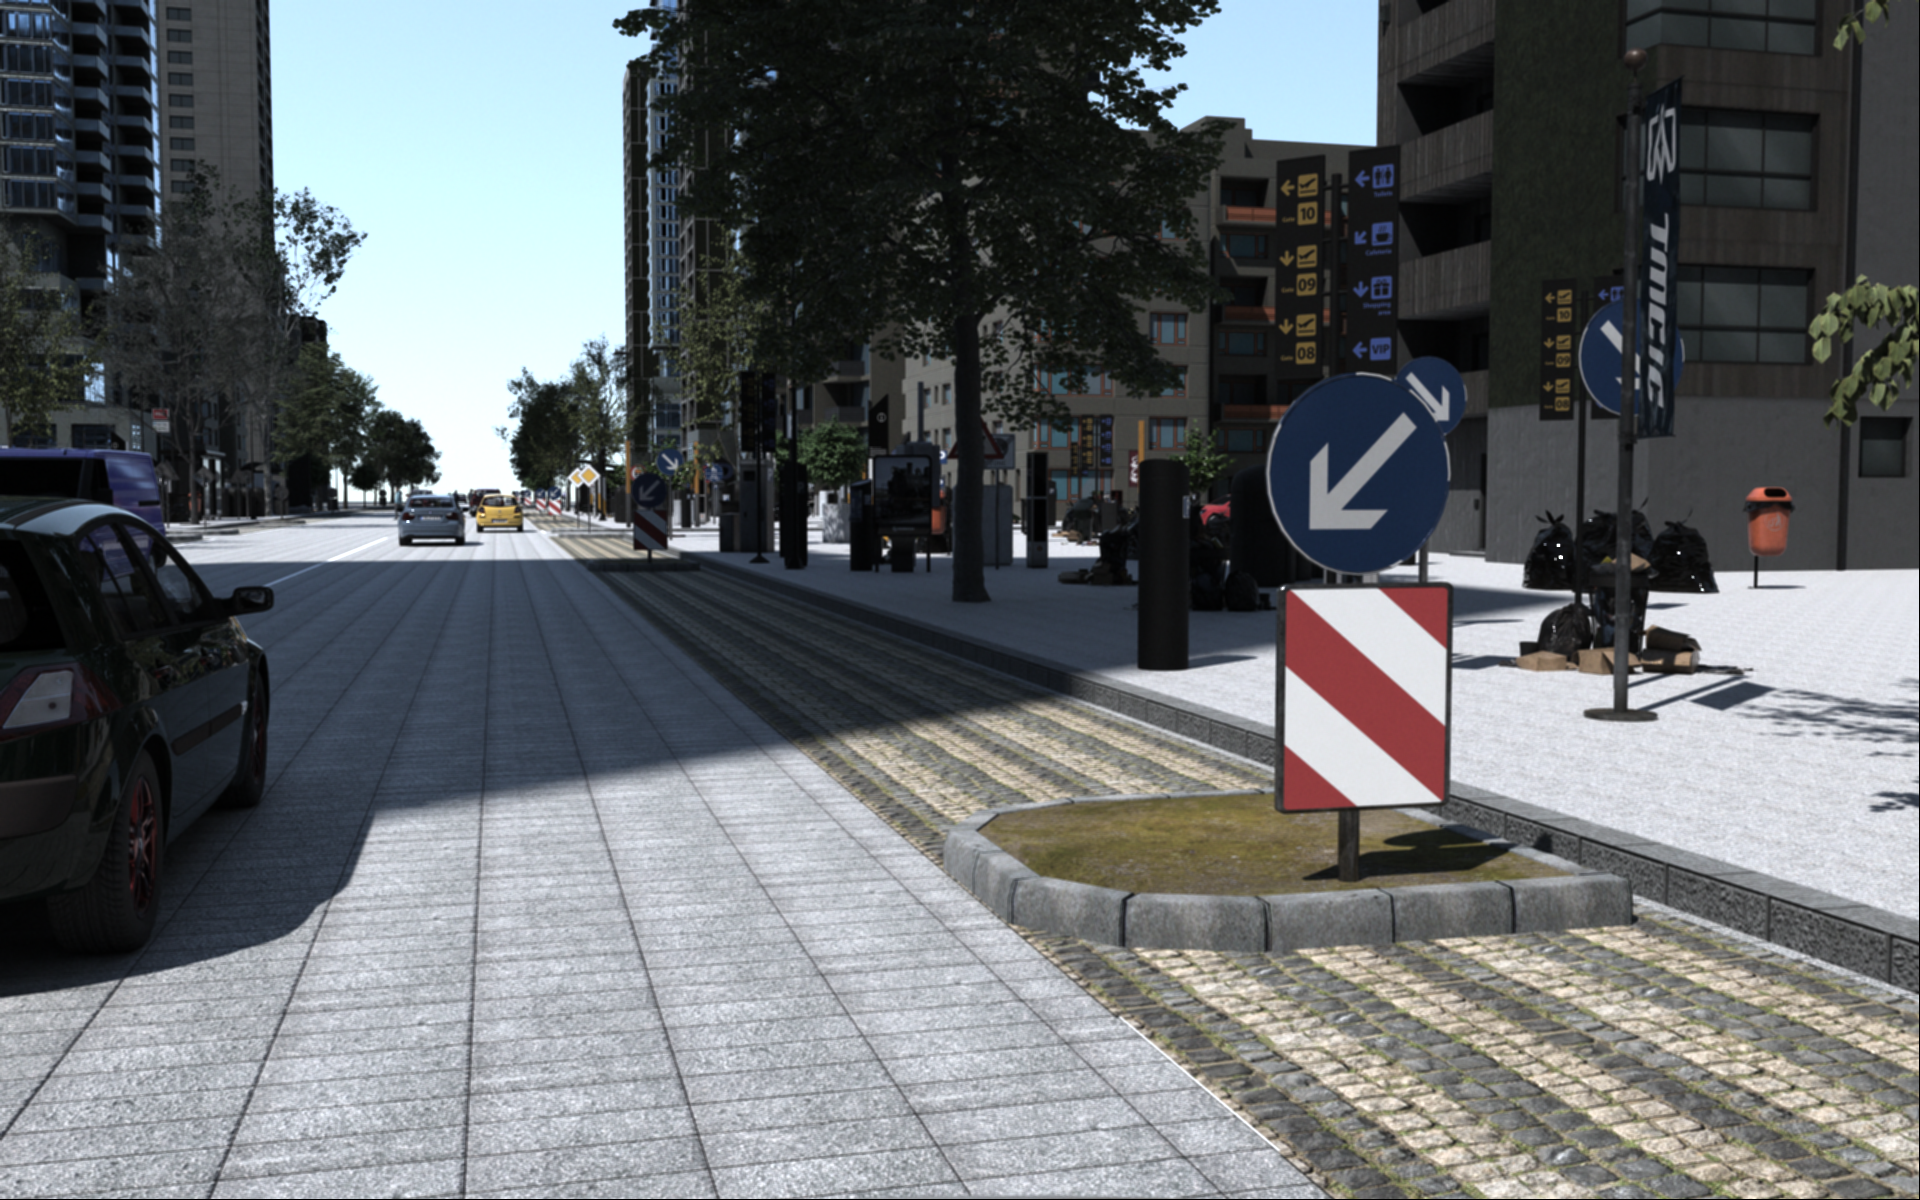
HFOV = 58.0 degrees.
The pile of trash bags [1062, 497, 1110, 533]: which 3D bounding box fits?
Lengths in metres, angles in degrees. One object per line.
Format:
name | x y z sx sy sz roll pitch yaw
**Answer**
pile of trash bags | 5.178 -2.913 57.372 3.447 1.369 1.912 -1 4 -15

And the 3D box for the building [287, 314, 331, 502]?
building | -108.211 -30.773 274.841 14.160 30.474 14.107 -1 4 -15

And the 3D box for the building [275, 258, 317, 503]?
building | -112.076 -34.326 253.111 32.217 40.220 23.993 -1 4 -15

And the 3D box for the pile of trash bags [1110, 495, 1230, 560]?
pile of trash bags | 4.973 -1.489 34.102 3.447 1.369 1.912 -1 4 -21

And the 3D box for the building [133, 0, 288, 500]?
building | -100.552 -48.498 231.195 20.563 71.187 20.611 -1 4 -15

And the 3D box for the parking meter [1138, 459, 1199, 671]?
parking meter | 1.493 -0.262 12.699 0.372 1.533 0.369 0 3 0

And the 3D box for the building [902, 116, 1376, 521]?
building | 13.922 -15.486 98.238 28.899 21.520 27.650 -1 4 -15

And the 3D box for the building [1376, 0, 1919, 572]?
building | 16.179 -16.146 35.685 14.160 30.474 14.107 -1 4 -15

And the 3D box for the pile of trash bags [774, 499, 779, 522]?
pile of trash bags | -8.389 -4.300 80.064 1.912 1.369 3.447 -1 4 -23

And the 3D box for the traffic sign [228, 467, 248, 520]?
traffic sign | -35.074 -5.148 84.167 0.884 2.594 0.081 -1 4 -14

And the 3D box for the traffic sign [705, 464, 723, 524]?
traffic sign | -10.400 -4.475 73.276 0.768 2.556 0.104 -1 4 -9

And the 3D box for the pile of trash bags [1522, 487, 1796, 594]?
pile of trash bags | 9.444 -0.820 23.159 3.447 1.369 1.912 0 4 -5

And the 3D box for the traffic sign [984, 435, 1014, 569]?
traffic sign | 0.632 -1.668 29.394 0.606 2.300 0.079 -1 4 -12

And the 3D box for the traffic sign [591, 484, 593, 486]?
traffic sign | -24.311 -7.047 115.224 0.884 2.594 0.081 0 4 -7

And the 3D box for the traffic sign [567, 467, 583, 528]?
traffic sign | -14.228 -3.723 64.510 0.795 2.450 0.064 -1 4 -15

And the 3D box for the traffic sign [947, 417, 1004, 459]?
traffic sign | 0.230 -1.610 26.333 0.884 2.594 0.081 -1 4 -12

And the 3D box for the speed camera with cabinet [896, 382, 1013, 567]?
speed camera with cabinet | -0.098 -2.243 31.009 2.038 3.252 0.660 -1 4 -18

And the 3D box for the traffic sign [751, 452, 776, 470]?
traffic sign | -5.751 -3.091 50.647 0.768 2.556 0.104 0 4 -8

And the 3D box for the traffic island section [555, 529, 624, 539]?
traffic island section | -12.145 -2.116 56.878 2.009 0.180 2.903 -1 4 -15

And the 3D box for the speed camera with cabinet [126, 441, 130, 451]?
speed camera with cabinet | -31.651 -4.295 64.558 2.038 3.252 0.660 -3 5 -40

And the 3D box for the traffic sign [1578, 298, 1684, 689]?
traffic sign | 4.348 -0.687 11.334 0.768 2.556 0.104 -1 4 -13

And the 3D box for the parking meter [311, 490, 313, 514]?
parking meter | -42.539 -6.416 113.318 0.372 1.533 0.369 0 3 0

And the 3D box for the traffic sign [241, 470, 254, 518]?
traffic sign | -37.419 -5.553 90.892 0.768 2.556 0.104 0 4 -5

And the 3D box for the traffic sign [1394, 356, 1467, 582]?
traffic sign | 4.319 -0.978 16.100 0.768 2.556 0.104 -1 4 -12

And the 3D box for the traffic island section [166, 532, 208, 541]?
traffic island section | -24.651 -1.913 53.553 2.009 0.180 2.903 -1 4 -15

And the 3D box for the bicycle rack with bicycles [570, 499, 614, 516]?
bicycle rack with bicycles | -21.804 -5.564 104.360 2.925 0.926 2.852 0 3 0

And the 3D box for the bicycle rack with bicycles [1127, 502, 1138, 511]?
bicycle rack with bicycles | 13.924 -7.740 139.937 2.852 0.926 2.925 2 4 28

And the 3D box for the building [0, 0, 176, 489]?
building | -77.058 -50.585 139.738 22.319 86.520 31.000 -1 4 -15

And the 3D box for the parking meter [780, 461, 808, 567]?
parking meter | -2.906 -1.529 30.704 0.255 1.863 0.399 3 4 38

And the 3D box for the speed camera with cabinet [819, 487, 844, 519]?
speed camera with cabinet | -6.281 -5.801 89.175 2.038 3.252 0.660 -3 5 -43

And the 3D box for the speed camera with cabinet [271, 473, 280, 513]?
speed camera with cabinet | -46.580 -7.476 116.560 0.660 3.252 2.038 1 4 11

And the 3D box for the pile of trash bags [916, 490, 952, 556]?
pile of trash bags | -0.175 -1.700 37.550 1.912 1.369 3.447 1 4 12

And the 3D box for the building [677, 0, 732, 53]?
building | -22.115 -46.119 192.292 20.563 71.187 20.611 -1 4 -15

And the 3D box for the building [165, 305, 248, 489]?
building | -86.982 -19.901 170.422 27.650 21.520 28.899 -1 4 -15

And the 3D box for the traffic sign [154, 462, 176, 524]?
traffic sign | -24.630 -3.049 53.497 0.795 2.450 0.064 -1 4 -15

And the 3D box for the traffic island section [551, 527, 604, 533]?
traffic island section | -14.208 -2.588 64.593 2.009 0.180 2.903 -1 4 -15

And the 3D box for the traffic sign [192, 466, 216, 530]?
traffic sign | -26.692 -3.521 61.212 0.795 2.450 0.064 -1 4 -15

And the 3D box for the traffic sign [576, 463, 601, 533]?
traffic sign | -12.166 -3.251 56.795 0.795 2.450 0.064 -1 4 -15

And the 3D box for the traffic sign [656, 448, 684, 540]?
traffic sign | -8.039 -2.934 48.082 0.768 2.556 0.104 -1 4 -13

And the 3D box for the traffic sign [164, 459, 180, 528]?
traffic sign | -29.680 -3.966 64.848 0.884 2.594 0.081 0 4 -8

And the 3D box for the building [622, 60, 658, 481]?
building | -46.640 -51.901 286.830 20.563 71.187 20.611 -1 4 -15

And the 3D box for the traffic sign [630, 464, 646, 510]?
traffic sign | -13.843 -4.553 74.554 0.768 2.556 0.104 -1 4 -13

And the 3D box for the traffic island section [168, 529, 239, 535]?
traffic island section | -26.713 -2.385 61.268 2.009 0.180 2.903 -1 4 -15

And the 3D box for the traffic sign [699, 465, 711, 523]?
traffic sign | -11.305 -4.722 77.310 0.768 2.556 0.104 -1 4 -14

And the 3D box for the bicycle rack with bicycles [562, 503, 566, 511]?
bicycle rack with bicycles | -29.614 -7.373 133.933 2.852 0.926 2.925 -1 4 -20

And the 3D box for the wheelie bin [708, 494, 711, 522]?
wheelie bin | -11.813 -4.382 79.558 0.693 1.594 0.980 0 4 -1

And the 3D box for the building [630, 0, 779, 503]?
building | -38.409 -58.026 261.402 22.319 86.520 31.000 -1 4 -15

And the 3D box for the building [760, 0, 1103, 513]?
building | -2.610 -28.792 125.368 22.147 44.769 28.867 -1 4 -15

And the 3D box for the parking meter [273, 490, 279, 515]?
parking meter | -42.615 -6.089 107.969 0.372 1.533 0.369 0 3 0

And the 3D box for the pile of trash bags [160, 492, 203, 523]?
pile of trash bags | -35.284 -4.143 77.483 1.912 1.369 3.447 1 4 19

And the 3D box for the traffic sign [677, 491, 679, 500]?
traffic sign | -14.857 -5.571 91.195 0.768 2.556 0.104 -1 4 -11
